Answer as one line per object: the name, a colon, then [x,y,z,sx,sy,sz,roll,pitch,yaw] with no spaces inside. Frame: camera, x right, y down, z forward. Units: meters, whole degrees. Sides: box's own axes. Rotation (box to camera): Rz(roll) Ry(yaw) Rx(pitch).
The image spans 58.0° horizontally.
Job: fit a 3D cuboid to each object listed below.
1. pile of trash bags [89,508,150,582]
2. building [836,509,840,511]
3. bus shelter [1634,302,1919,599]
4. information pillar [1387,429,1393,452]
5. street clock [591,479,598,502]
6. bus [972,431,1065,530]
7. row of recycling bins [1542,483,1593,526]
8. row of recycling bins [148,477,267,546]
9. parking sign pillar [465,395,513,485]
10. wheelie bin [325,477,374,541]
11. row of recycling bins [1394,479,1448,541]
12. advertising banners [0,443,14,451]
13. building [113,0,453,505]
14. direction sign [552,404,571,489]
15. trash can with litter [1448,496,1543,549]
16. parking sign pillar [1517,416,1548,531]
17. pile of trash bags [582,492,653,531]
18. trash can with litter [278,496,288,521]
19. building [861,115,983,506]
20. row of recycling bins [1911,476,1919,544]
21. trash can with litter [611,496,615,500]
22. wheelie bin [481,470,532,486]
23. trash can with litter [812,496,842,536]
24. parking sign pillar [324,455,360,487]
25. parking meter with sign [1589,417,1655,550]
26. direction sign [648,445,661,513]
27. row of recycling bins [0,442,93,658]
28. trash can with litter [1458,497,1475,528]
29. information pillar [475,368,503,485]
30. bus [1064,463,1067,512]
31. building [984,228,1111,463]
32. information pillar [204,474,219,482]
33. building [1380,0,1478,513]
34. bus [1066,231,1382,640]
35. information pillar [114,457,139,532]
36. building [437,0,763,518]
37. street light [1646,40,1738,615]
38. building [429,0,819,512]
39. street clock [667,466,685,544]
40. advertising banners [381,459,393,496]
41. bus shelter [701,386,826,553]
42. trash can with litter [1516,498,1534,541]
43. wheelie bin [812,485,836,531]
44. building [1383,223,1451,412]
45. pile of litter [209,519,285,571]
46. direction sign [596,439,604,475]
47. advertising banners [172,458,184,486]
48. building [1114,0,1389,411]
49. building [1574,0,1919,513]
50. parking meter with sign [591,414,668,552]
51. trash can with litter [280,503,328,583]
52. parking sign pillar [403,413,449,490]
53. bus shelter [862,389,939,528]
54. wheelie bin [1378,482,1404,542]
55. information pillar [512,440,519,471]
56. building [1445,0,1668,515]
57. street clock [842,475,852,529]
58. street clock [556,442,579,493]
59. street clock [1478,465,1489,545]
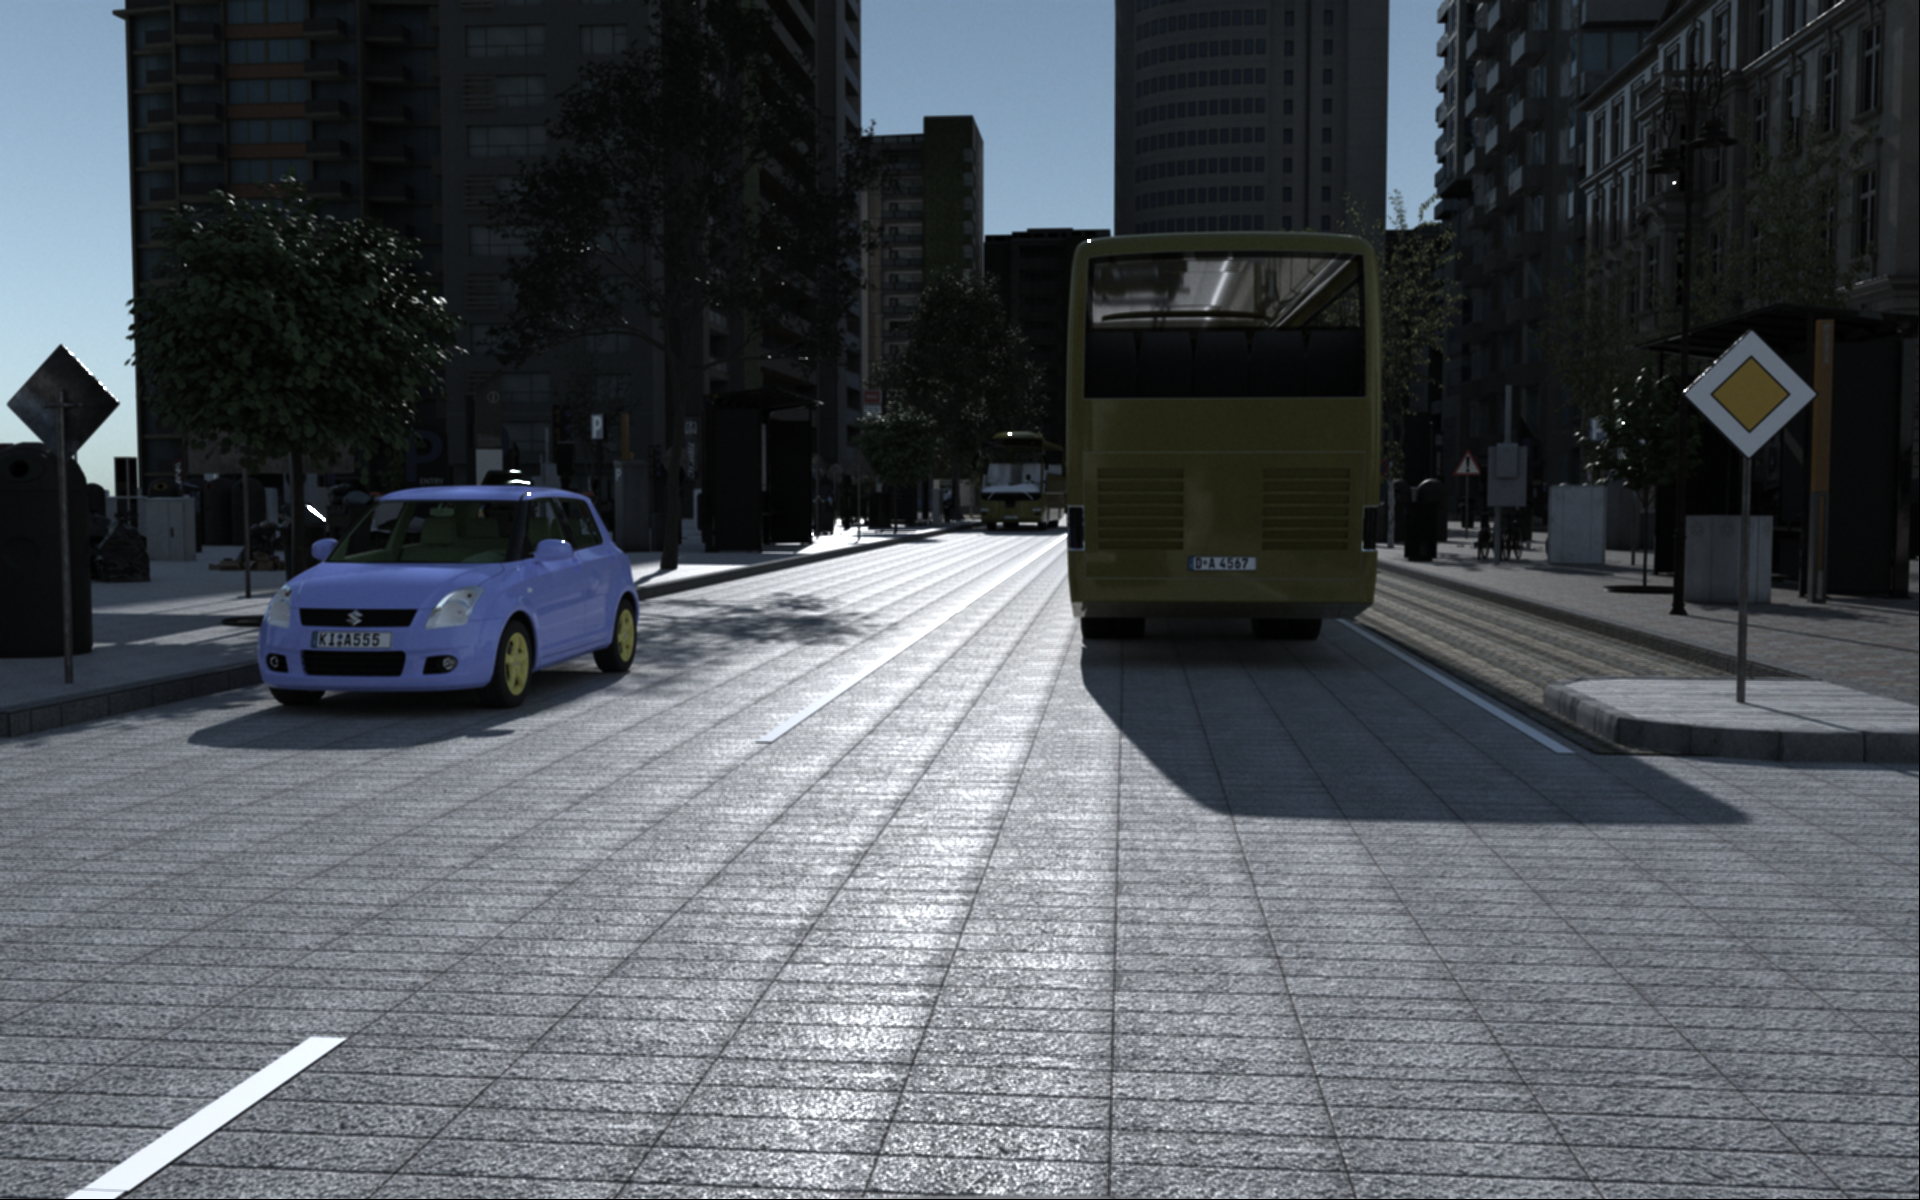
pile of trash bags: [-13.667,-0.932,24.990,3.447,1.369,1.912,-3,4,-38]
building: [-22.501,-36.549,139.568,28.212,58.520,21.231,0,4,5]
bus shelter: [11.192,-2.018,24.280,1.731,3.624,6.357,0,4,6]
information pillar: [15.071,-4.246,60.777,0.183,3.616,0.504,0,3,0]
street clock: [-17.191,-4.706,81.507,0.471,2.002,0.358,-1,4,-16]
bus: [2.670,-4.890,71.504,2.896,3.916,12.252,0,4,7]
row of recycling bins: [22.174,-3.522,64.694,3.534,1.692,1.069,0,4,-8]
row of recycling bins: [-18.982,-2.237,43.695,3.534,1.692,1.069,1,4,21]
parking sign pillar: [-12.901,-3.612,47.535,1.447,3.967,1.447,2,4,33]
wheelie bin: [-11.460,-1.508,32.557,0.980,1.594,0.693,1,4,23]
row of recycling bins: [11.636,-2.489,47.809,3.534,1.692,1.069,1,4,13]
advertising banners: [-32.087,-3.886,59.727,2.074,3.025,0.090,0,4,1]
building: [-51.156,-29.818,142.146,28.867,44.769,22.147,0,4,5]
direction sign: [-10.118,-3.185,44.073,0.379,3.537,0.876,1,4,16]
trash can with litter: [12.800,-1.842,41.169,1.678,1.210,2.233,-2,4,-25]
parking sign pillar: [19.852,-4.395,60.333,1.447,3.967,1.447,3,5,43]
pile of trash bags: [-13.022,-3.384,65.080,3.447,1.369,1.912,3,4,36]
trash can with litter: [-32.900,-4.375,82.589,2.233,1.210,1.678,0,4,-5]
building: [-4.818,-31.035,191.019,14.086,41.232,14.154,0,4,5]
row of recycling bins: [21.954,-2.062,40.822,3.534,1.692,1.069,3,4,38]
trash can with litter: [-17.123,-4.708,88.035,2.233,1.210,1.678,0,4,2]
wheelie bin: [-6.076,-0.938,23.250,0.693,1.594,0.980,2,4,29]
trash can with litter: [-4.513,-2.632,54.095,1.678,1.210,2.233,0,4,-5]
parking sign pillar: [-24.224,-4.855,67.856,1.447,3.967,1.447,-2,4,-27]
parking meter with sign: [15.238,-2.655,39.675,1.738,3.016,0.543,-2,4,-26]
direction sign: [-14.090,-5.380,79.966,0.876,3.537,0.379,3,5,43]
row of recycling bins: [-8.760,-0.427,14.088,3.534,1.692,1.069,0,4,7]
trash can with litter: [19.233,-3.329,65.810,0.624,1.170,1.055,1,4,13]
information pillar: [-8.686,-2.487,32.021,0.504,3.616,0.183,-1,4,-21]
bus: [9.191,-8.947,137.828,2.896,3.916,12.252,0,4,5]
building: [9.785,-25.658,191.216,14.107,30.474,14.160,0,4,5]
information pillar: [-25.808,-4.179,59.686,0.504,3.616,0.183,-1,4,-19]
building: [43.874,-49.831,127.406,22.319,86.520,31.000,0,4,5]
bus: [2.614,-1.737,19.954,2.896,3.916,12.252,0,4,5]
information pillar: [-16.608,-1.837,34.533,0.304,2.012,0.304,1,4,10]
building: [-19.237,-25.175,95.201,14.154,41.232,14.086,0,4,5]
street light: [7.656,-2.783,18.284,0.468,5.910,1.993,0,4,5]
building: [-21.684,-29.954,113.448,21.300,48.544,21.600,0,4,5]
street clock: [-7.236,-2.421,44.147,0.358,2.002,0.471,-3,5,-43]
advertising banners: [-28.705,-5.553,86.987,0.090,3.025,2.074,0,4,4]
bus shelter: [-4.549,-3.040,40.988,1.731,3.624,6.357,0,4,6]
trash can with litter: [15.408,-2.208,47.487,0.624,1.170,1.055,1,4,19]
wheelie bin: [-4.764,-3.214,60.459,0.980,1.594,0.693,2,4,32]
building: [51.947,-25.434,187.547,14.107,30.474,14.160,0,4,5]
pile of litter: [-11.981,-0.940,29.332,1.719,0.858,1.176,3,5,42]
direction sign: [-14.819,-4.854,71.353,0.379,3.537,0.876,0,4,5]
advertising banners: [-36.755,-5.321,83.184,2.074,3.025,0.090,0,4,-5]
building: [31.080,-39.679,190.743,28.212,58.520,21.231,0,4,5]
building: [33.070,-15.032,64.863,14.460,24.649,34.723,0,4,5]
parking meter with sign: [-7.259,-2.579,38.433,1.738,3.016,0.543,-3,5,-41]
trash can with litter: [-8.568,-0.718,23.130,1.055,1.170,0.624,2,4,30]
parking sign pillar: [-16.227,-3.924,52.637,1.447,3.967,1.447,-1,4,-16]
bus shelter: [-2.406,-5.592,69.059,2.179,5.291,8.768,0,4,6]
wheelie bin: [11.400,-2.342,46.203,0.693,1.594,0.980,-2,4,-24]
information pillar: [-19.425,-5.163,75.775,0.183,3.616,0.504,1,4,10]
building: [41.465,-29.258,97.969,23.786,49.044,30.456,0,4,5]
street clock: [-4.157,-3.618,63.719,0.358,2.002,0.471,-1,4,-16]
street clock: [-5.465,-1.192,24.055,0.358,2.002,0.471,-1,4,-9]
street clock: [13.074,-2.359,43.139,0.358,2.002,0.471,1,4,11]
